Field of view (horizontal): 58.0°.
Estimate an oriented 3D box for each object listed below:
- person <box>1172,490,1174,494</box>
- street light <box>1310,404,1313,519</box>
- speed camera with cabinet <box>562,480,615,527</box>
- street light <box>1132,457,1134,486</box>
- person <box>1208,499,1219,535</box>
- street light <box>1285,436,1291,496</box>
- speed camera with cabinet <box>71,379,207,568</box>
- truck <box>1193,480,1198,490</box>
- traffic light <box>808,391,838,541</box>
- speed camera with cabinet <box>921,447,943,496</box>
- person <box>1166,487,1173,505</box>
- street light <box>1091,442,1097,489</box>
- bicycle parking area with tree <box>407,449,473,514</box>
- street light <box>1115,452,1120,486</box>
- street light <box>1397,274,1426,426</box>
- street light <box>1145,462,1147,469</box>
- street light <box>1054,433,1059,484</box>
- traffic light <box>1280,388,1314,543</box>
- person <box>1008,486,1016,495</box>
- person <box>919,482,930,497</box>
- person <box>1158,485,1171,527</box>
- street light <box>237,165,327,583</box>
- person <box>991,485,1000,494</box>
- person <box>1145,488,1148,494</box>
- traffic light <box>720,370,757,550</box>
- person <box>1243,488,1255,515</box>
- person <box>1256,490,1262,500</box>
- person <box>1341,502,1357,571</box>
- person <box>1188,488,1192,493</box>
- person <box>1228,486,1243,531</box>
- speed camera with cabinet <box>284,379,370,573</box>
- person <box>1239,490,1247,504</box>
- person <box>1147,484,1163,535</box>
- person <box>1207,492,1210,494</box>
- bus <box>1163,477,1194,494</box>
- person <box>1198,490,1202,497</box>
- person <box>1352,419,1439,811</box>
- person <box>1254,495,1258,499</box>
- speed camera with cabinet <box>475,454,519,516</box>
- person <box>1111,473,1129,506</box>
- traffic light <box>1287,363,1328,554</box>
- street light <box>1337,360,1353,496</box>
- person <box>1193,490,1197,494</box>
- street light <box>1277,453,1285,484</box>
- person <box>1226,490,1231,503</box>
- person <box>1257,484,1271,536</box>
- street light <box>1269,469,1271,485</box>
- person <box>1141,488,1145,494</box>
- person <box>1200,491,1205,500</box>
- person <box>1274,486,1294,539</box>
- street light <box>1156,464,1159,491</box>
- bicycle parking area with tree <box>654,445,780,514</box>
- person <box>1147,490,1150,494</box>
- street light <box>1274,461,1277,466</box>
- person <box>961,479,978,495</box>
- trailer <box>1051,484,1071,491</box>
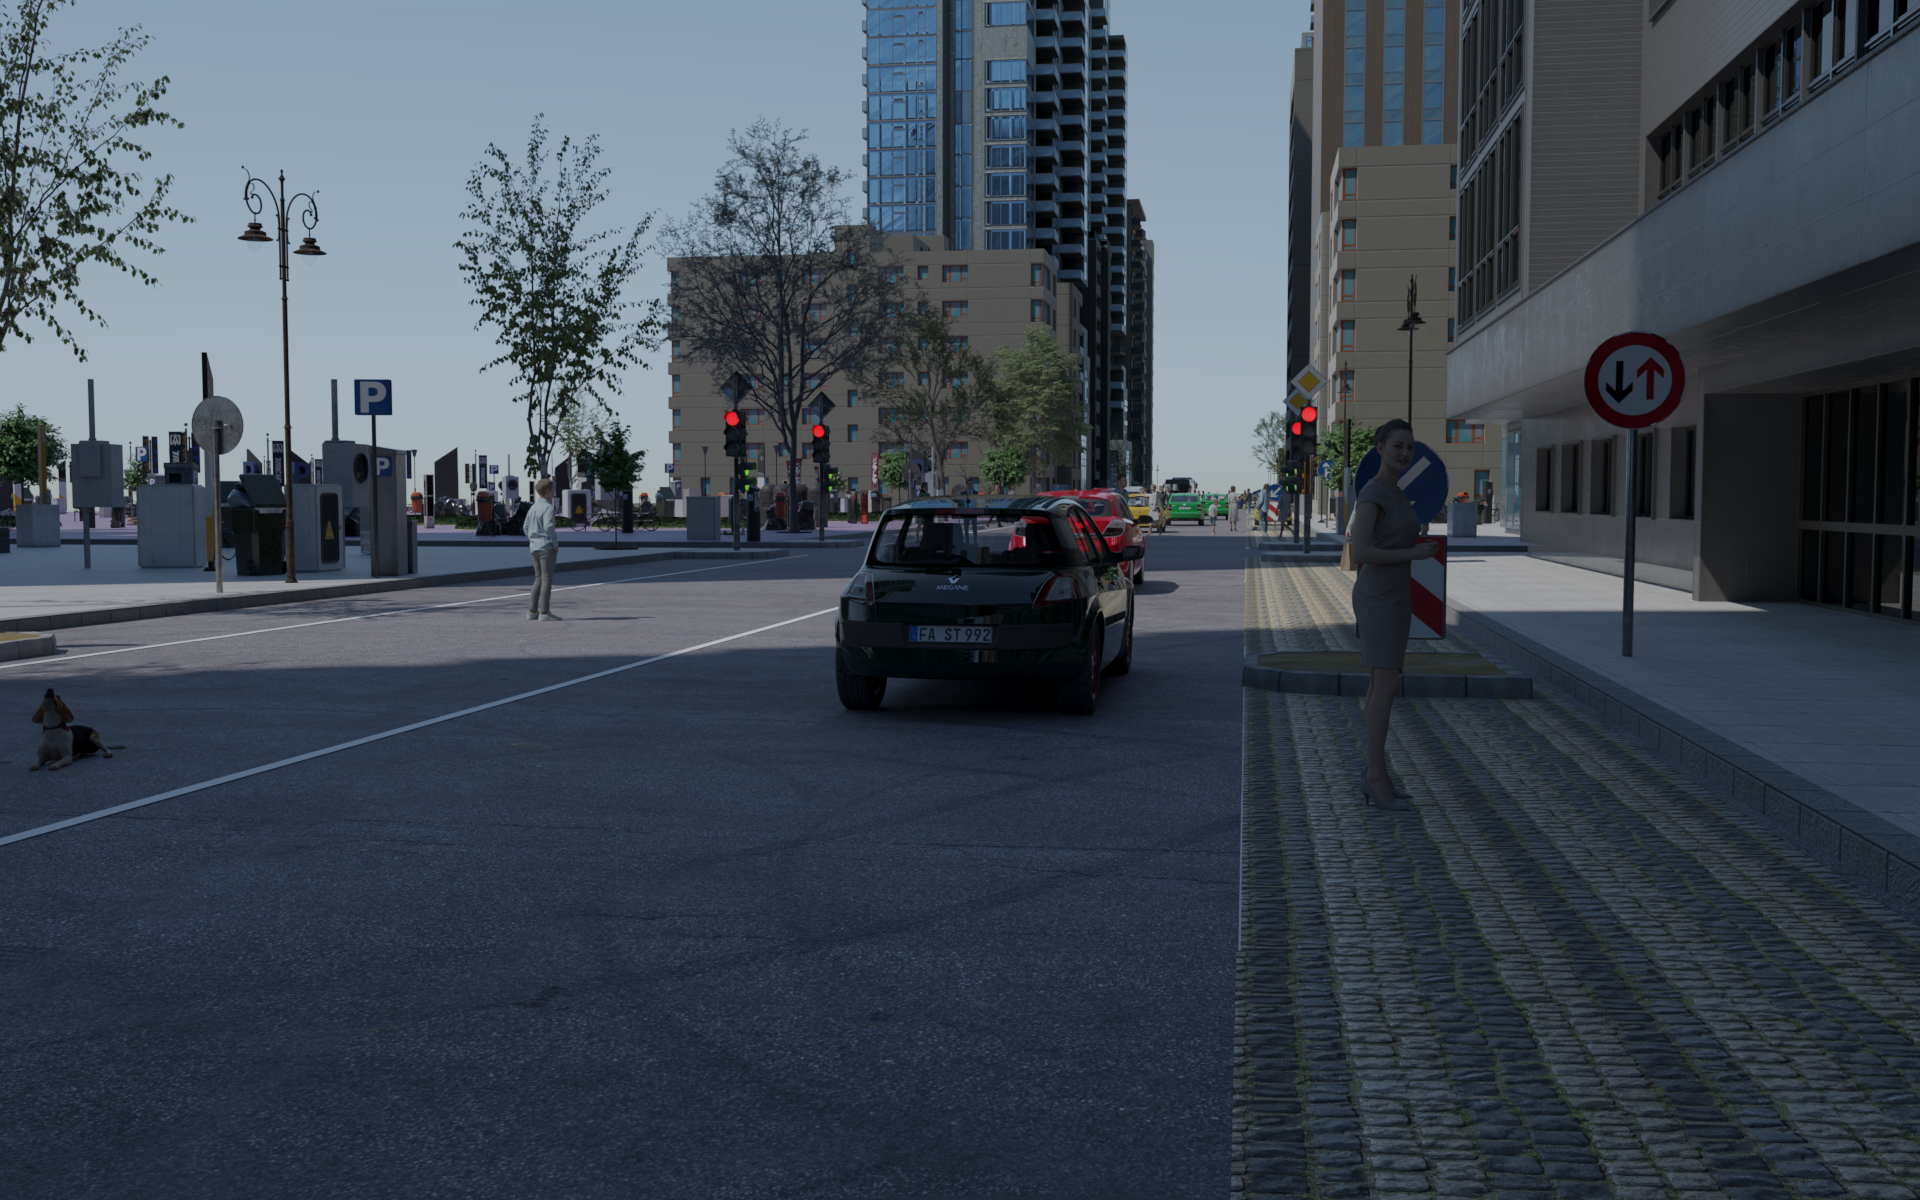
[{"bbox_3d":[16.170,-7.535,132.235,0.617,1.759,0.750,-2,4,-28],"label":"person"},{"bbox_3d":[18.138,-7.130,89.364,0.468,5.910,1.993,1,4,9],"label":"street light"},{"bbox_3d":[-14.647,-4.532,68.435,2.038,3.252,0.660,-2,4,-35],"label":"speed camera with cabinet"},{"bbox_3d":[20.467,-14.224,205.352,0.468,5.910,1.993,1,4,9],"label":"street light"},{"bbox_3d":[8.905,-2.919,60.916,0.352,1.250,0.332,-1,4,-11],"label":"person"},{"bbox_3d":[25.795,-9.932,135.170,0.468,5.910,1.993,1,4,9],"label":"street light"},{"bbox_3d":[-14.261,-2.186,30.085,2.038,3.252,0.660,0,4,-5],"label":"speed camera with cabinet"},{"bbox_3d":[30.218,-14.455,232.260,3.469,3.379,9.791,1,4,9],"label":"truck"},{"bbox_3d":[-3.763,-3.566,47.233,0.839,4.253,0.868,1,4,9],"label":"traffic light"},{"bbox_3d":[-1.177,-4.810,72.975,0.660,3.252,2.038,1,4,11],"label":"speed camera with cabinet"},{"bbox_3d":[12.094,-5.635,100.405,0.659,1.850,0.755,2,4,26],"label":"person"},{"bbox_3d":[11.857,-11.087,154.055,0.468,5.910,1.993,1,4,9],"label":"street light"},{"bbox_3d":[-36.406,-7.730,113.387,9.016,4.147,8.231,-1,4,-23],"label":"bicycle parking area with tree"},{"bbox_3d":[16.697,-12.879,183.351,0.468,5.910,1.993,1,4,9],"label":"street light"},{"bbox_3d":[9.508,-3.903,36.597,0.468,5.910,1.993,1,4,9],"label":"street light"},{"bbox_3d":[25.158,-15.997,234.342,0.468,5.910,1.993,1,4,9],"label":"street light"},{"bbox_3d":[6.818,-9.249,124.009,0.468,5.910,1.993,1,4,9],"label":"street light"},{"bbox_3d":[8.781,-3.441,45.178,0.839,4.253,0.868,1,4,9],"label":"traffic light"},{"bbox_3d":[2.578,-4.678,85.106,0.853,1.813,0.709,-3,4,-38],"label":"person"},{"bbox_3d":[-1.062,-2.593,51.139,0.529,1.795,0.600,1,4,12],"label":"person"},{"bbox_3d":[8.467,-4.006,74.218,0.699,1.804,1.509,-1,4,-18],"label":"person"},{"bbox_3d":[-9.649,-3.182,24.816,0.468,5.910,1.993,1,4,9],"label":"street light"},{"bbox_3d":[1.501,-4.043,74.517,0.836,1.842,0.656,0,4,8],"label":"person"},{"bbox_3d":[12.151,-6.380,112.922,0.767,1.812,0.694,-1,4,-15],"label":"person"},{"bbox_3d":[-5.068,-3.085,39.355,0.839,4.253,0.868,1,4,9],"label":"traffic light"},{"bbox_3d":[19.801,-6.756,118.952,0.794,1.824,0.713,-1,4,-16],"label":"person"},{"bbox_3d":[23.904,-7.853,137.680,0.721,1.735,1.217,-1,4,-21],"label":"person"},{"bbox_3d":[5.695,-0.930,24.192,0.515,1.767,0.782,-3,4,-36],"label":"person"},{"bbox_3d":[14.105,-5.934,105.795,0.520,1.790,0.573,3,4,39],"label":"person"},{"bbox_3d":[10.609,-3.530,66.791,0.480,1.755,0.524,3,5,41],"label":"person"},{"bbox_3d":[-10.645,-2.131,29.175,0.660,3.252,2.038,0,4,6],"label":"speed camera with cabinet"},{"bbox_3d":[26.045,-9.156,158.287,1.348,1.812,0.705,-2,4,-25],"label":"person"},{"bbox_3d":[6.748,-3.127,59.972,0.624,1.780,0.694,0,4,7],"label":"person"},{"bbox_3d":[22.991,-9.149,159.554,0.593,1.643,0.415,-2,4,-35],"label":"person"},{"bbox_3d":[23.248,-11.523,183.268,2.948,3.499,13.247,1,4,10],"label":"bus"},{"bbox_3d":[19.825,-8.266,144.364,0.721,1.735,1.217,-3,4,-36],"label":"person"},{"bbox_3d":[2.011,0.049,8.046,0.374,1.781,0.599,2,4,32],"label":"person"},{"bbox_3d":[27.857,-9.320,161.664,1.217,1.735,0.721,3,4,37],"label":"person"},{"bbox_3d":[-22.793,-5.562,85.273,2.038,3.252,0.660,-2,4,-35],"label":"speed camera with cabinet"},{"bbox_3d":[2.965,-1.476,32.652,0.620,1.820,0.660,2,4,34],"label":"person"},{"bbox_3d":[7.475,-2.959,37.300,0.839,4.253,0.868,1,4,9],"label":"traffic light"},{"bbox_3d":[13.275,-5.322,59.795,0.468,5.910,1.993,1,4,9],"label":"street light"},{"bbox_3d":[20.880,-8.876,153.629,0.705,1.823,1.348,0,4,-6],"label":"person"},{"bbox_3d":[30.584,-11.704,164.143,0.468,5.910,1.993,1,4,9],"label":"street light"},{"bbox_3d":[20.643,-7.566,132.751,0.990,1.755,0.434,1,4,15],"label":"person"},{"bbox_3d":[10.396,-3.082,59.152,0.793,1.790,0.793,1,4,12],"label":"person"},{"bbox_3d":[39.461,-14.975,217.632,0.468,5.910,1.993,1,4,9],"label":"street light"},{"bbox_3d":[8.913,-4.619,84.766,0.760,1.731,0.466,-1,4,-9],"label":"person"},{"bbox_3d":[21.879,-9.004,156.423,0.721,1.736,1.217,-1,4,-14],"label":"person"},{"bbox_3d":[10.209,-2.752,54.250,0.760,1.731,0.466,2,4,27],"label":"person"},{"bbox_3d":[30.012,-17.769,263.305,0.468,5.910,1.993,1,4,9],"label":"street light"},{"bbox_3d":[-13.188,-7.103,103.130,8.231,4.147,9.016,3,5,42],"label":"bicycle parking area with tree"},{"bbox_3d":[16.455,-8.712,150.958,0.705,1.821,1.348,-1,4,-17],"label":"person"},{"bbox_3d":[35.542,-13.528,193.973,0.468,5.910,1.993,1,4,9],"label":"street light"},{"bbox_3d":[0.306,-2.403,47.566,0.659,1.850,0.755,-1,4,-9],"label":"person"},{"bbox_3d":[6.034,-5.916,103.769,1.471,1.999,3.904,1,4,10],"label":"trailer"}]
